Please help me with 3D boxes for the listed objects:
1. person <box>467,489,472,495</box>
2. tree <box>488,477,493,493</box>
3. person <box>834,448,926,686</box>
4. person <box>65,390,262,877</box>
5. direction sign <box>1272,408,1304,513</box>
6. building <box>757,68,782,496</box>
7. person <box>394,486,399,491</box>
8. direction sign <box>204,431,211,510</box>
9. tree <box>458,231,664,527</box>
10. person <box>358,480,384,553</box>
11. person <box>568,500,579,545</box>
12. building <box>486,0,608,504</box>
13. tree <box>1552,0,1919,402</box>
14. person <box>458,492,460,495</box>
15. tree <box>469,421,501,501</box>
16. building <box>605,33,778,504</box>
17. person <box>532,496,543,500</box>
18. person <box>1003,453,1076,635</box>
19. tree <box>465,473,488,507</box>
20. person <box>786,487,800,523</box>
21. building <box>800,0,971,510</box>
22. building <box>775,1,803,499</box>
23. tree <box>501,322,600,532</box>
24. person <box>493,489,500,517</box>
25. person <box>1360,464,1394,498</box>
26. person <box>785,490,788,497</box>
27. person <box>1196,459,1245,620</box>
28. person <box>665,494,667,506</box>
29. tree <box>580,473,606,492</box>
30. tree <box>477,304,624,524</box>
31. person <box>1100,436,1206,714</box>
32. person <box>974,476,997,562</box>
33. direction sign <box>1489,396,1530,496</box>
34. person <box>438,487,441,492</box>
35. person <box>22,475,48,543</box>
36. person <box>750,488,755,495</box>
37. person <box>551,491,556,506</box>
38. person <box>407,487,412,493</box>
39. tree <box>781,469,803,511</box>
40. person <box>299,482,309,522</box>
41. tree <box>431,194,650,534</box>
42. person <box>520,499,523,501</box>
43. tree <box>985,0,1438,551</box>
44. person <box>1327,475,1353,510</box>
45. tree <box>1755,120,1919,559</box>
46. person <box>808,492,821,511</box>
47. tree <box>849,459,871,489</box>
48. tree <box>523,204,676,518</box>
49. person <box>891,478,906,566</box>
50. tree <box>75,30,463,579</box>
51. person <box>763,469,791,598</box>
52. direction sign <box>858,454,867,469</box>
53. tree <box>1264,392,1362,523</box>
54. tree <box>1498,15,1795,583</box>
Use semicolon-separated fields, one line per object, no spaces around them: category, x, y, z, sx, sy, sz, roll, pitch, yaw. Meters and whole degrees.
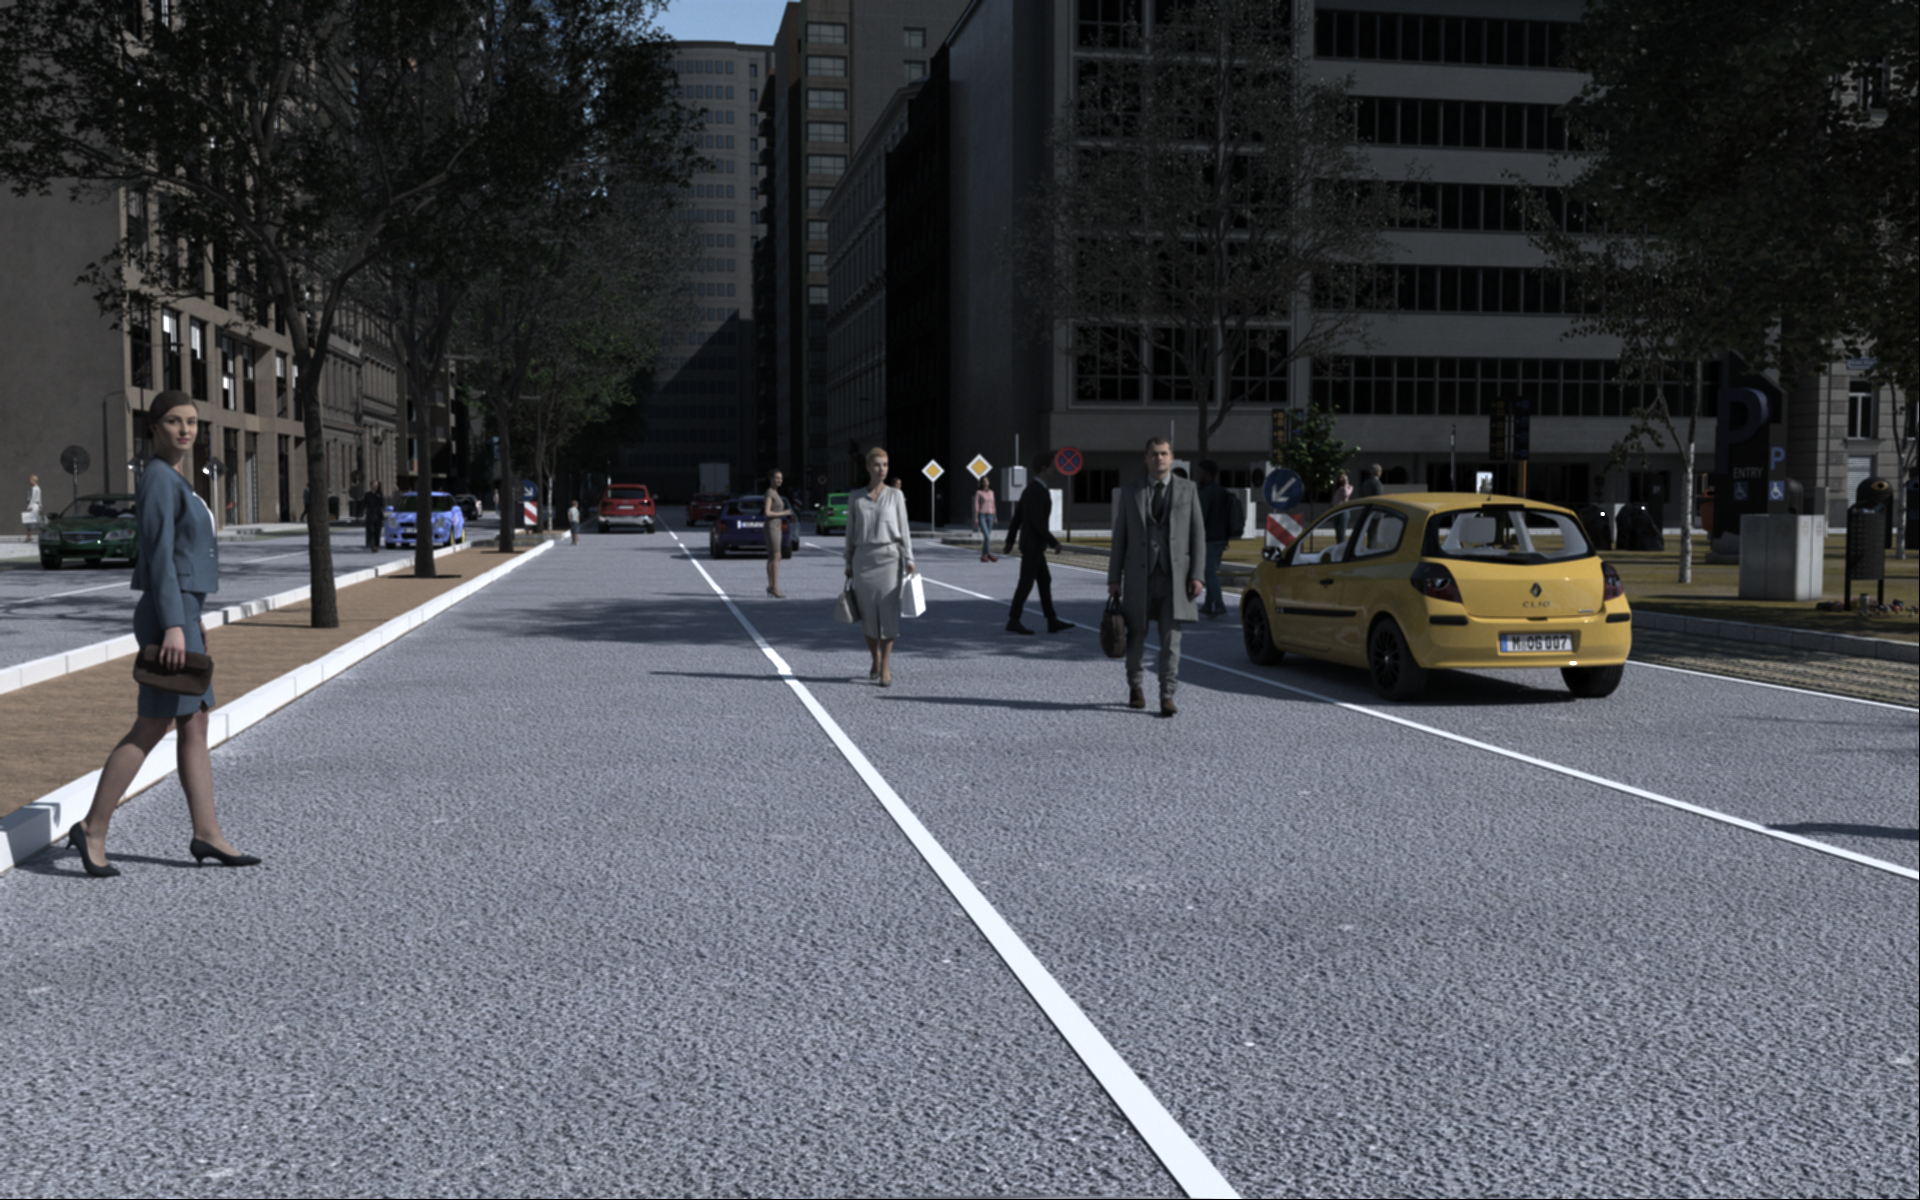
person;-42.824;-8.837;151.189;0.551;1.740;0.621;3;5;44
tree;-46.964;-10.781;170.875;1.663;3.219;1.824;0;3;0
person;-0.585;-0.262;13.139;0.694;1.780;0.624;1;4;21
person;-3.028;0.120;6.561;0.654;1.822;0.581;0;4;-3
direction sign;8.669;-3.296;45.890;0.876;3.537;0.379;-1;4;-11
building;-9.358;-32.090;179.296;22.147;44.769;28.867;-1;4;-10
person;-37.540;-6.690;115.605;0.709;1.800;0.728;3;5;40
direction sign;-27.098;-4.309;62.444;0.379;3.537;0.876;-1;4;-13
tree;-17.196;-10.119;74.563;9.857;13.997;8.962;0;3;0
person;-14.438;-2.057;42.553;0.534;1.772;0.576;3;5;43
person;-10.860;-2.170;48.663;0.332;1.250;0.352;0;4;-1
building;-60.899;-55.445;219.191;31.000;86.520;22.319;-1;4;-10
tree;9.796;-6.672;15.748;9.857;13.997;8.962;0;3;0
person;-42.927;-8.506;148.374;1.065;1.426;0.557;-2;4;-31
tree;-48.249;-13.688;174.167;4.737;8.622;4.395;0;3;0
building;-31.194;-41.712;223.995;28.212;58.520;21.231;-1;4;-10
person;-35.164;-8.311;144.351;0.705;1.831;1.348;2;4;30
person;0.833;-0.579;17.750;0.755;1.850;0.659;0;4;-5
tree;-44.834;-10.117;160.022;1.663;3.219;1.824;0;3;0
person;-8.305;-4.688;85.360;0.699;1.804;1.509;-1;4;-11
building;-6.193;-28.097;142.984;14.154;41.232;14.086;-1;4;-10
building;-9.237;-31.030;157.443;14.600;45.320;14.200;-1;4;-10
tree;-15.635;-6.906;65.726;4.360;8.622;3.978;0;3;0
person;-28.839;-6.044;107.996;0.598;1.740;0.731;-3;5;-40
person;7.282;-1.465;30.174;0.590;1.801;0.661;-1;4;-17
person;-14.356;-8.430;143.503;0.705;1.869;1.348;0;4;-1
person;2.807;-0.685;19.687;0.794;1.824;0.713;-2;4;-32
person;-33.962;-11.507;199.891;0.557;1.426;1.065;-1;4;-12
tree;-24.357;-9.727;111.856;4.737;8.622;4.395;0;3;0
tree;-19.446;-9.947;83.225;7.486;12.596;7.792;0;3;0
person;1.266;-0.170;11.385;0.694;1.812;0.767;0;4;7
person;0.526;-1.714;36.532;0.555;1.821;0.388;-3;5;-42
direction sign;12.707;-2.943;40.109;0.876;3.537;0.379;1;4;21
person;-38.792;-7.537;129.303;0.705;1.821;1.348;0;4;-4
person;-24.348;-2.398;45.608;0.624;1.780;0.694;0;4;-1
person;-11.558;-5.368;96.813;0.362;1.759;0.519;-2;4;-26
person;-47.074;-11.721;200.847;1.217;1.736;0.721;2;4;25
person;-35.931;-6.522;113.259;0.593;1.750;0.643;1;4;22
tree;-13.084;-8.547;134.343;1.663;3.219;1.824;0;3;0
person;-29.604;-4.429;78.482;0.660;1.820;0.620;3;5;39
tree;-14.251;-7.971;58.537;9.928;11.665;9.643;0;3;0
person;-45.068;-10.387;178.853;0.750;1.759;0.617;0;4;-4
tree;5.628;-7.878;39.173;12.009;13.543;11.850;0;3;0
person;7.822;-1.772;35.613;0.593;1.750;0.643;3;5;42
tree;18.586;-5.094;33.646;4.360;8.622;3.978;0;3;0
person;-11.238;-7.620;133.882;1.065;1.426;0.557;1;4;9
tree;-5.184;-5.958;92.018;1.663;3.219;1.824;0;3;0
tree;-23.555;-14.948;102.746;12.611;20.169;13.585;0;3;0
person;-1.196;-1.537;34.194;0.524;1.755;0.480;2;4;27
tree;-9.053;-7.103;28.954;12.009;13.543;11.850;0;3;0
person;-2.550;-0.933;24.089;0.374;1.781;0.599;0;4;3
direction sign;-5.401;-6.500;98.278;0.876;3.537;0.379;1;4;20
tree;6.693;-2.353;33.066;1.663;3.219;1.824;0;3;0
tree;10.294;-4.560;24.925;4.360;8.622;3.978;0;3;0
